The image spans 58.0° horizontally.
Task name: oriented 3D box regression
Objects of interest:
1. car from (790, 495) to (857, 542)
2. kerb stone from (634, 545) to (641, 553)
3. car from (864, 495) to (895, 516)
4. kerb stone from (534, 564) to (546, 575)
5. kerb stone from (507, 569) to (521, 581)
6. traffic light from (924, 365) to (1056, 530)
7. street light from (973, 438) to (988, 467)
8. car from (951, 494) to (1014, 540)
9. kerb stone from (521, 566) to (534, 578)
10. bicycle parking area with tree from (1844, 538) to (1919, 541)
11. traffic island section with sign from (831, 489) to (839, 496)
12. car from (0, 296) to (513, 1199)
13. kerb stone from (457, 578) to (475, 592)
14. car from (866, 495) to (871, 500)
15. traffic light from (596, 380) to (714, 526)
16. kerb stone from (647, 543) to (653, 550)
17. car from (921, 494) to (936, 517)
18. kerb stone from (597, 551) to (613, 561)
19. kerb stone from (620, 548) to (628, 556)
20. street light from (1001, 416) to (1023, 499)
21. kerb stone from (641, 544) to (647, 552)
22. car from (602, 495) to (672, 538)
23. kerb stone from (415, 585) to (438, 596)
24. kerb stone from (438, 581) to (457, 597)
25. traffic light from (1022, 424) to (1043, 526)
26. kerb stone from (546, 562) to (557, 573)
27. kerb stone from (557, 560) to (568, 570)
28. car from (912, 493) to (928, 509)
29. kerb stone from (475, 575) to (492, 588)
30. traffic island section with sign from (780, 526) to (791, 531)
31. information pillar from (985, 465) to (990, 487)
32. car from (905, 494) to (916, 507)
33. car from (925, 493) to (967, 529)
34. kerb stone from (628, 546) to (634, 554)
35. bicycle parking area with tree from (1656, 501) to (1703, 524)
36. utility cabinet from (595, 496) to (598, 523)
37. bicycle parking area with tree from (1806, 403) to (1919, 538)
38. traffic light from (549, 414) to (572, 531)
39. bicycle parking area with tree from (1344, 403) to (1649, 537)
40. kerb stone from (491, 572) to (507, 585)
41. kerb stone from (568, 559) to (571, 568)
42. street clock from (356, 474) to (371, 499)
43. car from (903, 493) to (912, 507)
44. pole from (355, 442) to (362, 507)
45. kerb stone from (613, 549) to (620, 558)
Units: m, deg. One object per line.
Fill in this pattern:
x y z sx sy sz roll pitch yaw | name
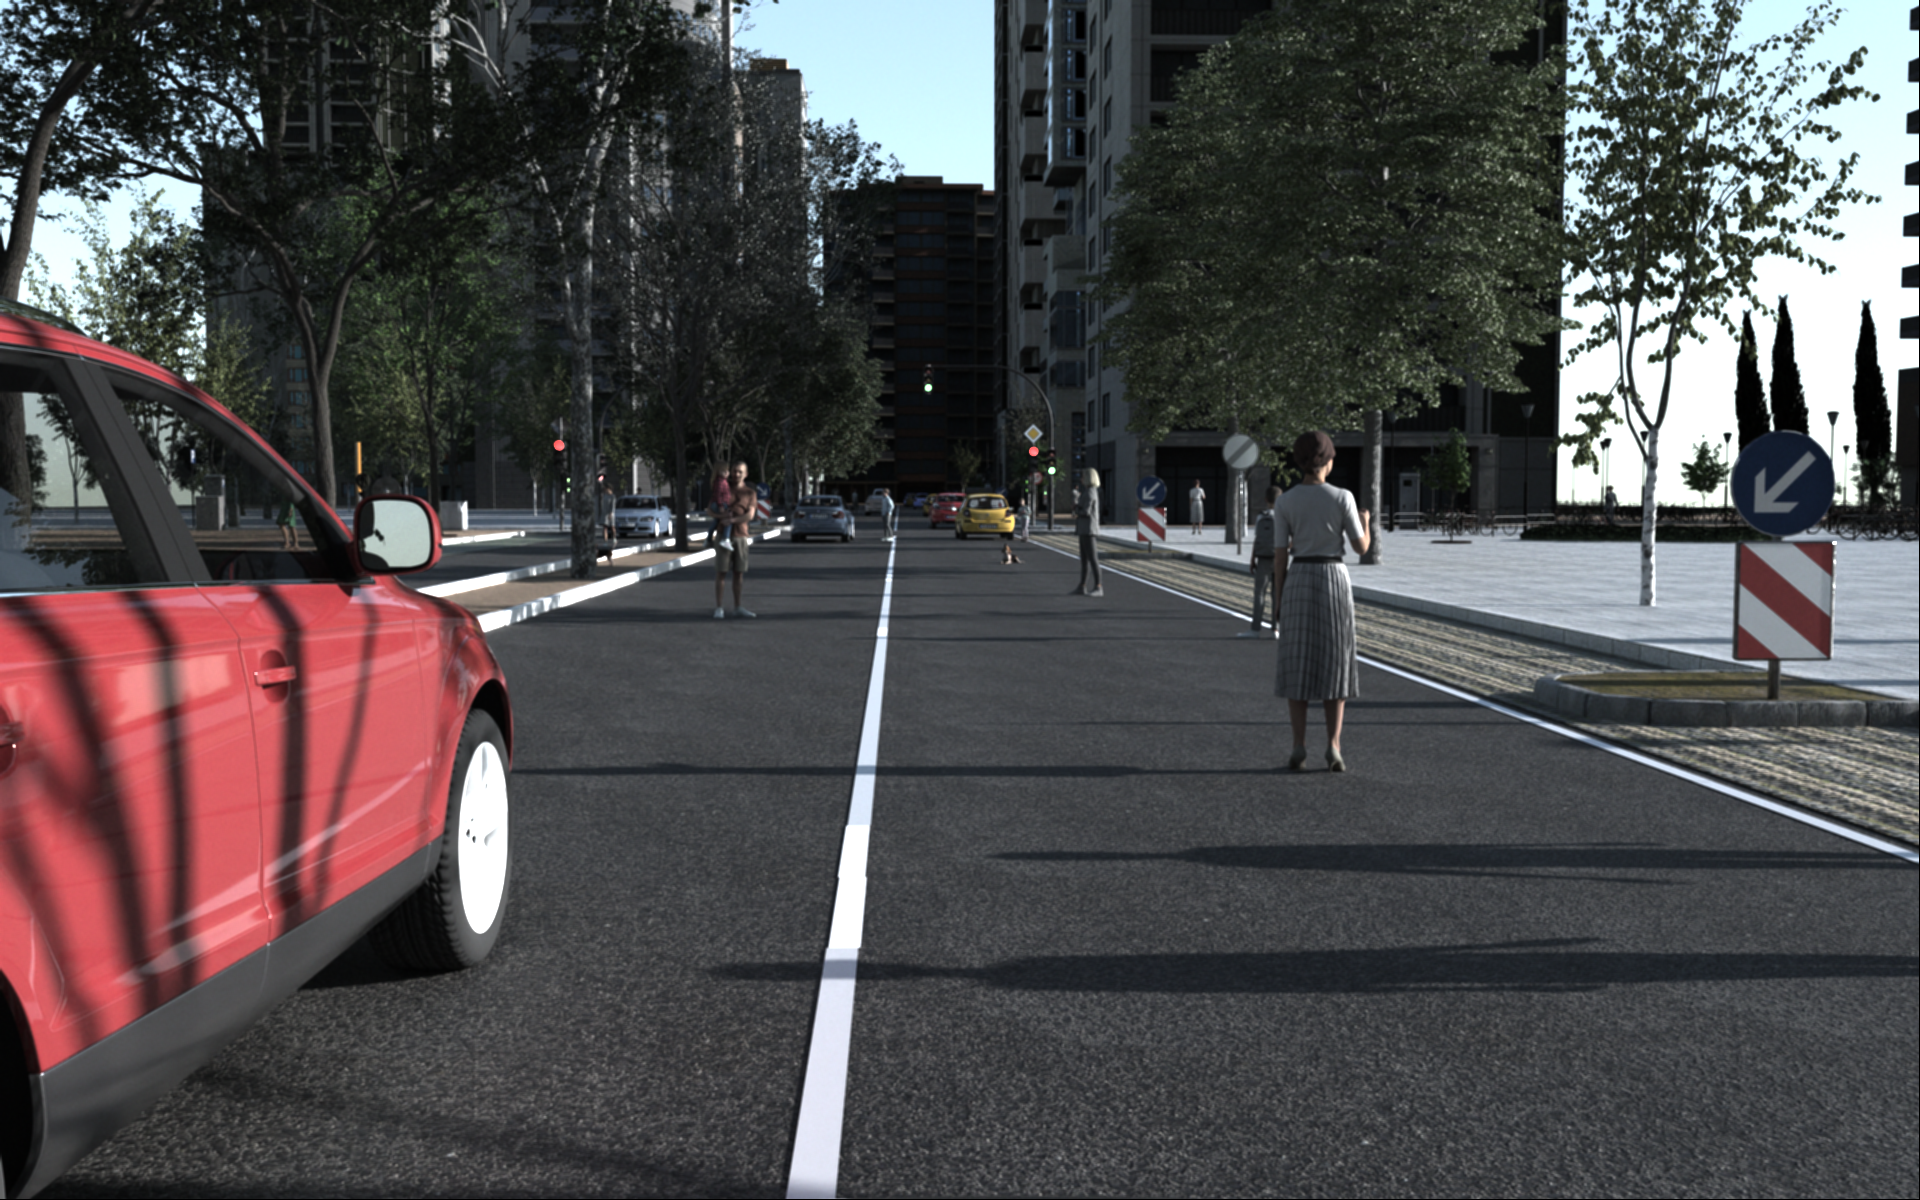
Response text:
-4.174 -2.492 52.744 2.014 1.417 4.499 0 4 -1 | car
-7.914 -1.205 41.903 0.120 0.150 1.000 0 4 -2 | kerb stone
-5.381 -6.334 115.925 2.083 1.381 4.827 0 4 -1 | car
-7.524 -0.513 30.577 0.120 0.150 1.000 0 4 -2 | kerb stone
-7.453 -0.385 28.529 0.120 0.150 1.000 0 4 -2 | kerb stone
1.099 -5.287 61.107 4.771 5.953 1.251 0 4 -2 | traffic light
1.736 -10.493 144.094 1.470 5.913 1.316 0 4 -2 | street light
0.757 -2.761 55.360 2.015 1.641 3.980 0 4 -3 | car
-7.484 -0.448 29.550 0.120 0.150 1.000 0 4 -2 | kerb stone
29.012 -3.732 48.024 8.231 4.147 9.016 -2 4 -34 | bicycle parking area with tree
-10.398 -8.297 143.799 2.006 1.907 1.989 0 4 -2 | traffic island section with sign
-2.408 0.310 3.604 2.281 1.827 5.304 0 4 -1 | car
-7.344 -0.200 25.458 0.120 0.150 1.000 0 4 -2 | kerb stone
-9.895 -11.537 200.983 2.083 1.381 4.827 0 4 -3 | car
-12.153 -5.757 68.799 4.771 5.953 1.251 0 4 -2 | traffic light
-7.995 -1.331 43.953 0.120 0.150 1.000 0 4 -2 | kerb stone
-1.437 -6.021 108.660 2.015 1.641 3.980 0 4 -4 | car
-7.768 -0.953 37.777 0.120 0.150 1.000 0 4 -2 | kerb stone
-7.847 -1.079 39.844 0.120 0.150 1.000 0 4 -2 | kerb stone
3.154 -7.985 103.088 1.470 5.913 1.316 0 4 -2 | street light
-7.949 -1.265 42.925 0.120 0.150 1.000 0 4 -2 | kerb stone
-10.661 -2.778 57.429 2.014 1.417 4.499 0 4 -1 | car
-7.277 -0.072 23.403 0.120 0.150 1.000 0 4 -2 | kerb stone
-7.315 -0.134 24.428 0.120 0.150 1.000 0 4 -2 | kerb stone
2.910 -4.916 69.301 0.839 4.253 0.868 0 4 -2 | traffic light
-7.558 -0.574 31.610 0.120 0.150 1.000 0 4 -2 | kerb stone
-7.595 -0.636 32.642 0.120 0.150 1.000 0 4 -2 | kerb stone
-3.575 -9.462 164.287 1.945 1.707 3.694 0 4 -2 | car
-7.382 -0.255 26.481 0.120 0.150 1.000 0 4 -2 | kerb stone
-7.783 -3.705 68.706 2.006 1.907 1.989 0 4 -2 | traffic island section with sign
2.247 -9.077 139.763 0.504 3.616 0.183 -2 4 -35 | information pillar
-4.944 -10.823 187.180 2.015 1.641 3.980 0 4 -3 | car
-0.379 -3.851 71.998 2.155 1.783 4.494 0 4 -3 | car
-7.881 -1.139 40.880 0.120 0.150 1.000 0 4 -2 | kerb stone
33.478 -5.669 79.693 8.231 4.147 9.016 -1 4 -11 | bicycle parking area with tree
-16.480 -4.015 76.804 0.306 1.237 1.020 2 4 31 | utility cabinet
30.506 -4.314 57.539 9.016 4.147 8.231 1 4 12 | bicycle parking area with tree
-13.964 -4.391 60.712 0.839 4.253 0.868 0 4 -2 | traffic light
16.142 -4.264 56.712 9.016 4.147 8.231 -2 4 -25 | bicycle parking area with tree
-7.409 -0.325 27.508 0.120 0.150 1.000 0 4 -2 | kerb stone
-7.623 -0.702 33.669 0.120 0.150 1.000 0 4 -2 | kerb stone
-21.023 -3.456 61.068 0.358 2.002 0.471 3 5 44 | street clock
-5.559 -11.480 197.286 1.945 1.707 3.694 0 4 -3 | car
-23.573 -4.529 67.895 0.158 3.312 0.155 0 3 0 | pole
-7.810 -1.016 38.813 0.120 0.150 1.000 0 4 -2 | kerb stone
